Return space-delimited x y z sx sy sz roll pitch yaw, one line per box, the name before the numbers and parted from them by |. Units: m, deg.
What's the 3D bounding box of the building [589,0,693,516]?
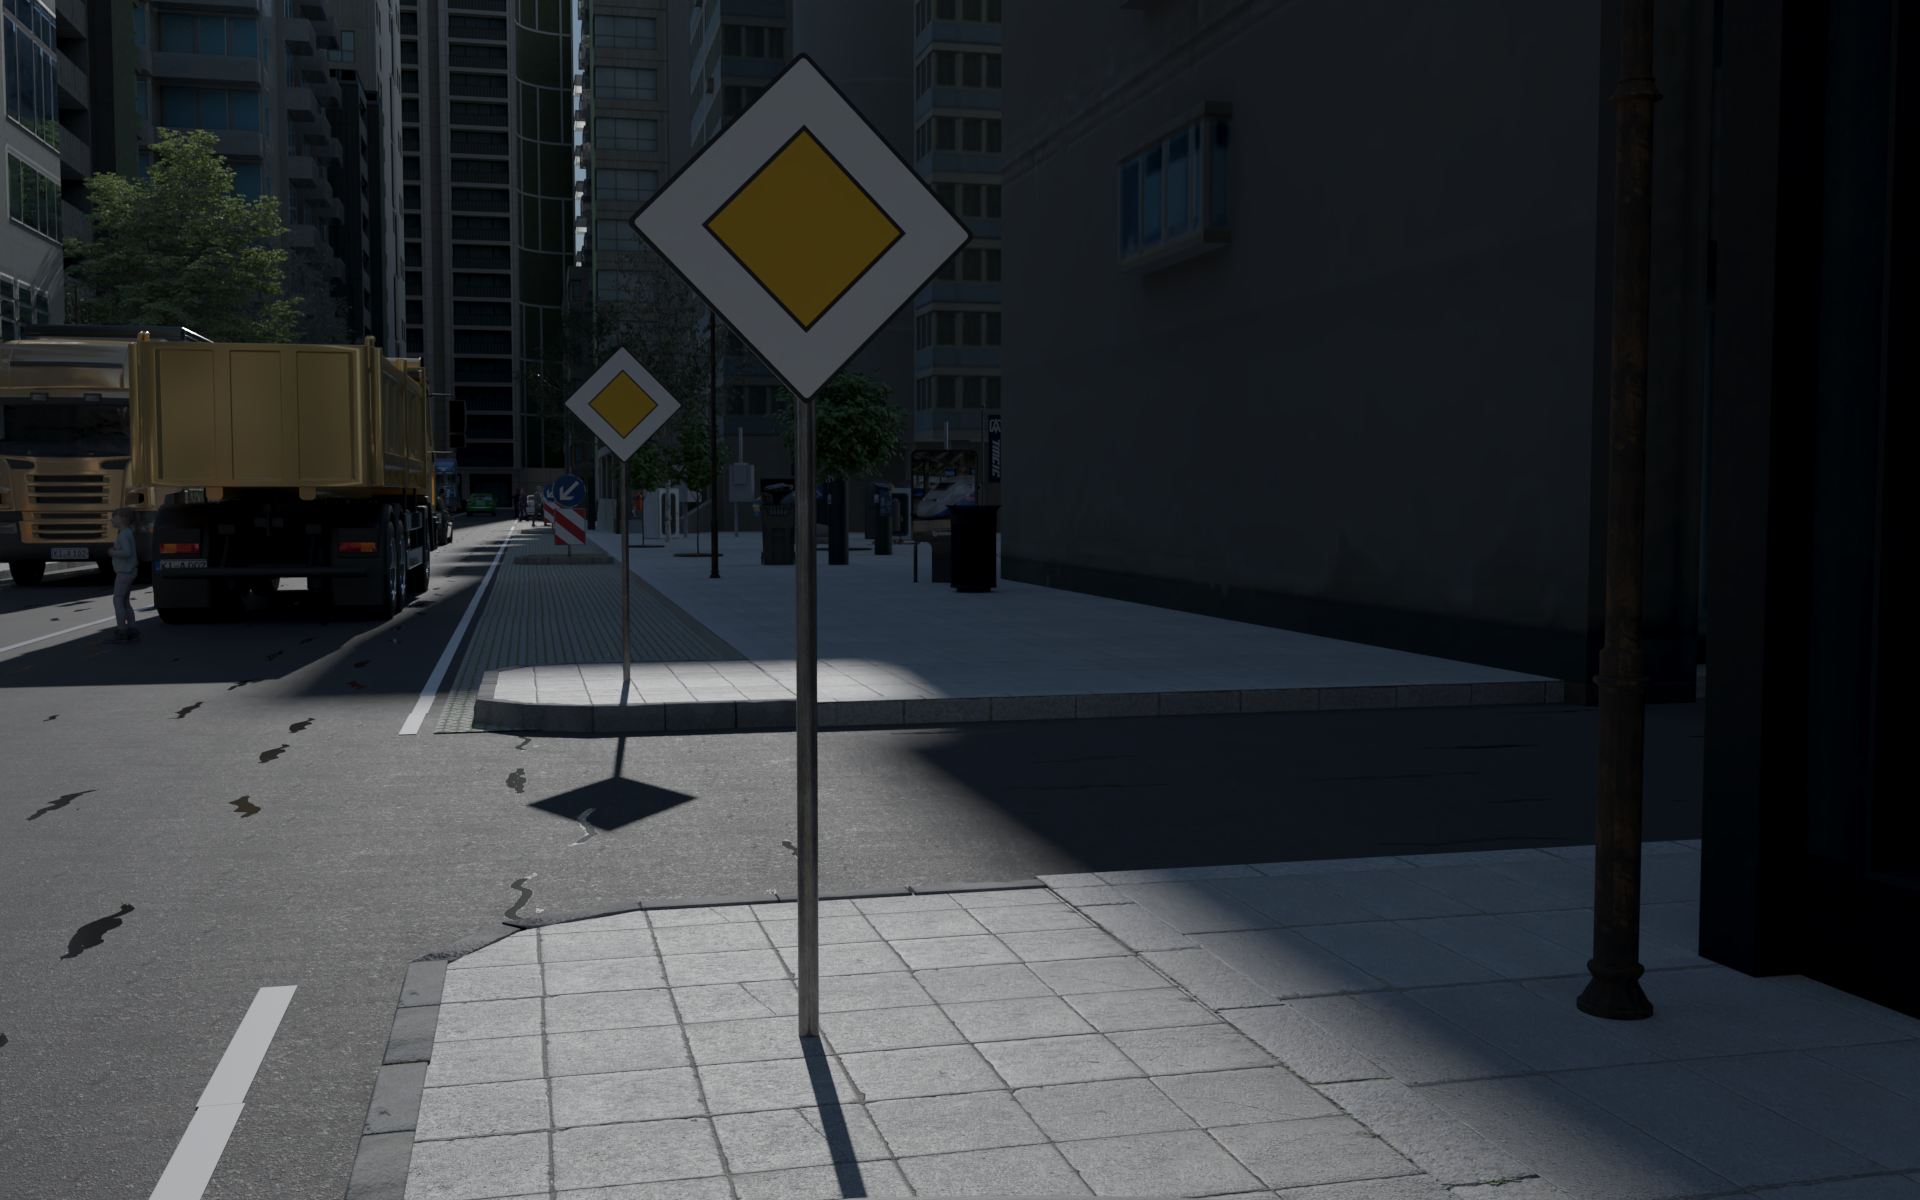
building | -13.118 -25.157 94.906 14.154 41.232 14.086 -1 4 -14

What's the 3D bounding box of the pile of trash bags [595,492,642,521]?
pile of trash bags | -16.130 -4.454 82.575 1.912 1.369 3.447 2 4 25

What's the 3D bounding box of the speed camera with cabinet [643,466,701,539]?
speed camera with cabinet | -8.285 -3.401 49.936 0.660 3.252 2.038 2 4 28

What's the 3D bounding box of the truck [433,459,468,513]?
truck | -40.556 -9.000 136.913 2.967 4.110 18.799 -1 4 -12

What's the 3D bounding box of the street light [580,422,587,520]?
street light | -18.335 -6.854 84.850 0.468 5.910 1.993 -1 4 -14

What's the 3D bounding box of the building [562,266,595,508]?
building | -19.630 -18.569 148.642 27.650 21.520 28.899 -1 4 -14

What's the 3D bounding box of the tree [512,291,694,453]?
tree | -15.980 -8.844 79.007 8.767 10.594 7.601 -1 4 -17

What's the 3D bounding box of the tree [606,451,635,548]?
tree | -7.545 -2.885 41.763 1.663 3.219 1.824 0 3 0

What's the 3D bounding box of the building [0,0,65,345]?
building | -88.168 -50.201 133.460 31.000 86.520 22.319 -1 4 -14

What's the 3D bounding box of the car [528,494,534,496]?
car | -37.323 -8.691 152.316 2.015 1.641 3.980 -1 4 -14

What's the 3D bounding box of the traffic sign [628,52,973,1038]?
traffic sign | -0.362 -0.025 4.045 0.795 2.450 0.064 -1 4 -14

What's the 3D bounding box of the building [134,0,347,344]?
building | -46.044 -29.000 93.756 23.786 49.044 30.456 -1 4 -14

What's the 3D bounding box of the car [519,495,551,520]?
car | -23.616 -5.180 97.059 2.083 1.381 4.827 -1 4 -16

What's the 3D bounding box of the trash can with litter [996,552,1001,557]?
trash can with litter | 1.139 -1.515 35.823 1.678 1.210 2.233 1 4 14

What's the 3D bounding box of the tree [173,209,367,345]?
tree | -30.225 -10.106 75.607 12.009 13.543 11.850 0 3 0

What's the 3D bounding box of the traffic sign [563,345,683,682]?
traffic sign | -2.285 -0.499 11.796 0.795 2.450 0.064 -1 4 -14

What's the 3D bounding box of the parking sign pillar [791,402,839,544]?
parking sign pillar | -3.721 -3.450 44.875 1.447 3.967 1.447 0 4 -3

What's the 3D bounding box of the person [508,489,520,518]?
person | -26.447 -5.734 103.066 1.217 1.723 0.721 3 4 36

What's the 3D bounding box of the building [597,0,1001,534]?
building | 2.628 -22.885 66.046 32.217 40.220 23.993 -1 4 -14

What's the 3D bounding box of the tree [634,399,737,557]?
tree | -5.532 -2.507 35.592 1.663 3.219 1.824 0 3 0

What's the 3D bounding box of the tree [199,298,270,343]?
tree | -26.917 -6.875 62.773 4.360 8.622 3.978 0 3 0

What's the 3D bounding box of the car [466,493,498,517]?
car | -30.978 -6.321 112.151 1.959 1.807 4.718 -1 4 -13

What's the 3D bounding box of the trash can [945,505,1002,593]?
trash can | 0.178 -0.673 22.654 0.748 1.137 0.748 0 3 0

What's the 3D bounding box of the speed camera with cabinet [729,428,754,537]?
speed camera with cabinet | -5.832 -3.511 51.737 2.038 3.252 0.660 0 4 2

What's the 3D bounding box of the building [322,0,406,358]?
building | -59.075 -33.605 138.674 27.495 52.752 28.713 -1 4 -14

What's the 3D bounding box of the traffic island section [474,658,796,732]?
traffic island section | -2.264 0.636 11.879 2.009 0.180 2.903 -1 4 -14

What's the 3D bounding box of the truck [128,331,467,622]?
truck | -8.573 -1.667 23.174 3.469 3.379 9.791 -1 4 -13

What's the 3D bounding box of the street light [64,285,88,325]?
street light | -19.584 -4.021 38.538 0.468 5.910 1.993 -1 4 -14

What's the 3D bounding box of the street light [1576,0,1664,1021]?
street light | 1.628 -1.917 4.128 0.468 5.910 1.993 -1 4 -14

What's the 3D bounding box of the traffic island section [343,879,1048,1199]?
traffic island section | -0.341 1.110 4.128 2.009 0.180 2.903 -1 4 -14

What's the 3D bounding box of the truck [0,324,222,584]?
truck | -14.710 -2.575 31.017 2.839 4.237 11.283 -1 4 -14

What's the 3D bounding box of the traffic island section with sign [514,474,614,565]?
traffic island section with sign | -8.189 -1.659 35.758 1.989 1.847 2.006 -1 4 -14

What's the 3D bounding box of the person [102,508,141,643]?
person | -8.098 -0.241 16.725 0.394 1.301 0.425 -3 5 -40

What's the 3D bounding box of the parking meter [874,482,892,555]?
parking meter | -1.615 -1.714 36.436 0.372 1.533 0.369 0 3 0

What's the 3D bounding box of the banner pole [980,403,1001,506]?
banner pole | 0.849 -3.547 48.016 0.863 3.779 0.401 -1 4 -15

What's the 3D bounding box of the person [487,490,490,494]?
person | -36.103 -7.528 132.305 0.721 1.735 1.217 2 4 26

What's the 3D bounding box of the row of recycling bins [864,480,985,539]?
row of recycling bins | -1.022 -2.604 49.681 3.534 1.692 1.069 -1 4 -20

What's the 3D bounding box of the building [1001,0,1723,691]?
building | 11.851 -24.424 23.030 21.600 48.544 21.300 -1 4 -14

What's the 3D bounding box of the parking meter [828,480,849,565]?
parking meter | -2.206 -1.406 31.406 0.372 1.533 0.369 0 3 0

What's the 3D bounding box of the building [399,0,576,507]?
building | -48.957 -44.922 172.732 20.611 71.187 20.563 -1 4 -14

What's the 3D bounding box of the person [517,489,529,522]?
person | -22.756 -4.939 90.172 0.541 1.710 0.530 3 5 43

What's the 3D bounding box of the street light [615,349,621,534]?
street light | -10.962 -5.050 55.357 0.468 5.910 1.993 -1 4 -14

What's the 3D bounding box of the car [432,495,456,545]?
car | -15.521 -2.440 49.681 2.009 1.686 4.222 -1 4 -13

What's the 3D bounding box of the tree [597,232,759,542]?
tree | -7.595 -5.860 46.166 4.360 8.622 3.978 0 3 0

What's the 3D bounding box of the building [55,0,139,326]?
building | -37.113 -17.594 59.360 14.160 30.474 14.107 -1 4 -14

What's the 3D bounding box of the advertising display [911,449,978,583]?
advertising display | -0.223 -1.211 25.017 0.974 1.923 0.123 1 4 9

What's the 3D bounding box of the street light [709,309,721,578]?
street light | -3.741 -3.271 26.264 0.468 5.910 1.993 -1 4 -14

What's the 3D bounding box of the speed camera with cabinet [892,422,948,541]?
speed camera with cabinet | -1.086 -3.261 47.646 2.038 3.252 0.660 1 4 23

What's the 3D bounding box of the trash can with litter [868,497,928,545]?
trash can with litter | -1.361 -2.021 44.095 2.233 1.210 1.678 -1 4 -13

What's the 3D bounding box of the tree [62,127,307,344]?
tree | -24.112 -8.298 53.802 7.486 12.596 7.792 0 3 0

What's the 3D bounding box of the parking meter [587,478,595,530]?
parking meter | -13.209 -3.443 61.997 0.255 1.863 0.399 -1 4 -18

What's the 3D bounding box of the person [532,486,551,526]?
person | -18.665 -4.170 77.072 0.834 1.777 0.661 0 4 3

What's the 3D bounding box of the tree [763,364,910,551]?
tree | -2.822 -3.423 39.684 4.285 4.588 4.351 0 3 0

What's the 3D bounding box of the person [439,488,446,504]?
person | -27.420 -5.068 92.087 0.721 1.735 1.217 -1 4 -14

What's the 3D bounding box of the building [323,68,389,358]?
building | -46.589 -21.125 117.100 14.160 30.474 14.107 -1 4 -14

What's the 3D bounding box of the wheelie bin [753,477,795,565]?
wheelie bin | -3.264 -1.438 31.425 0.980 1.594 0.693 0 4 -6
